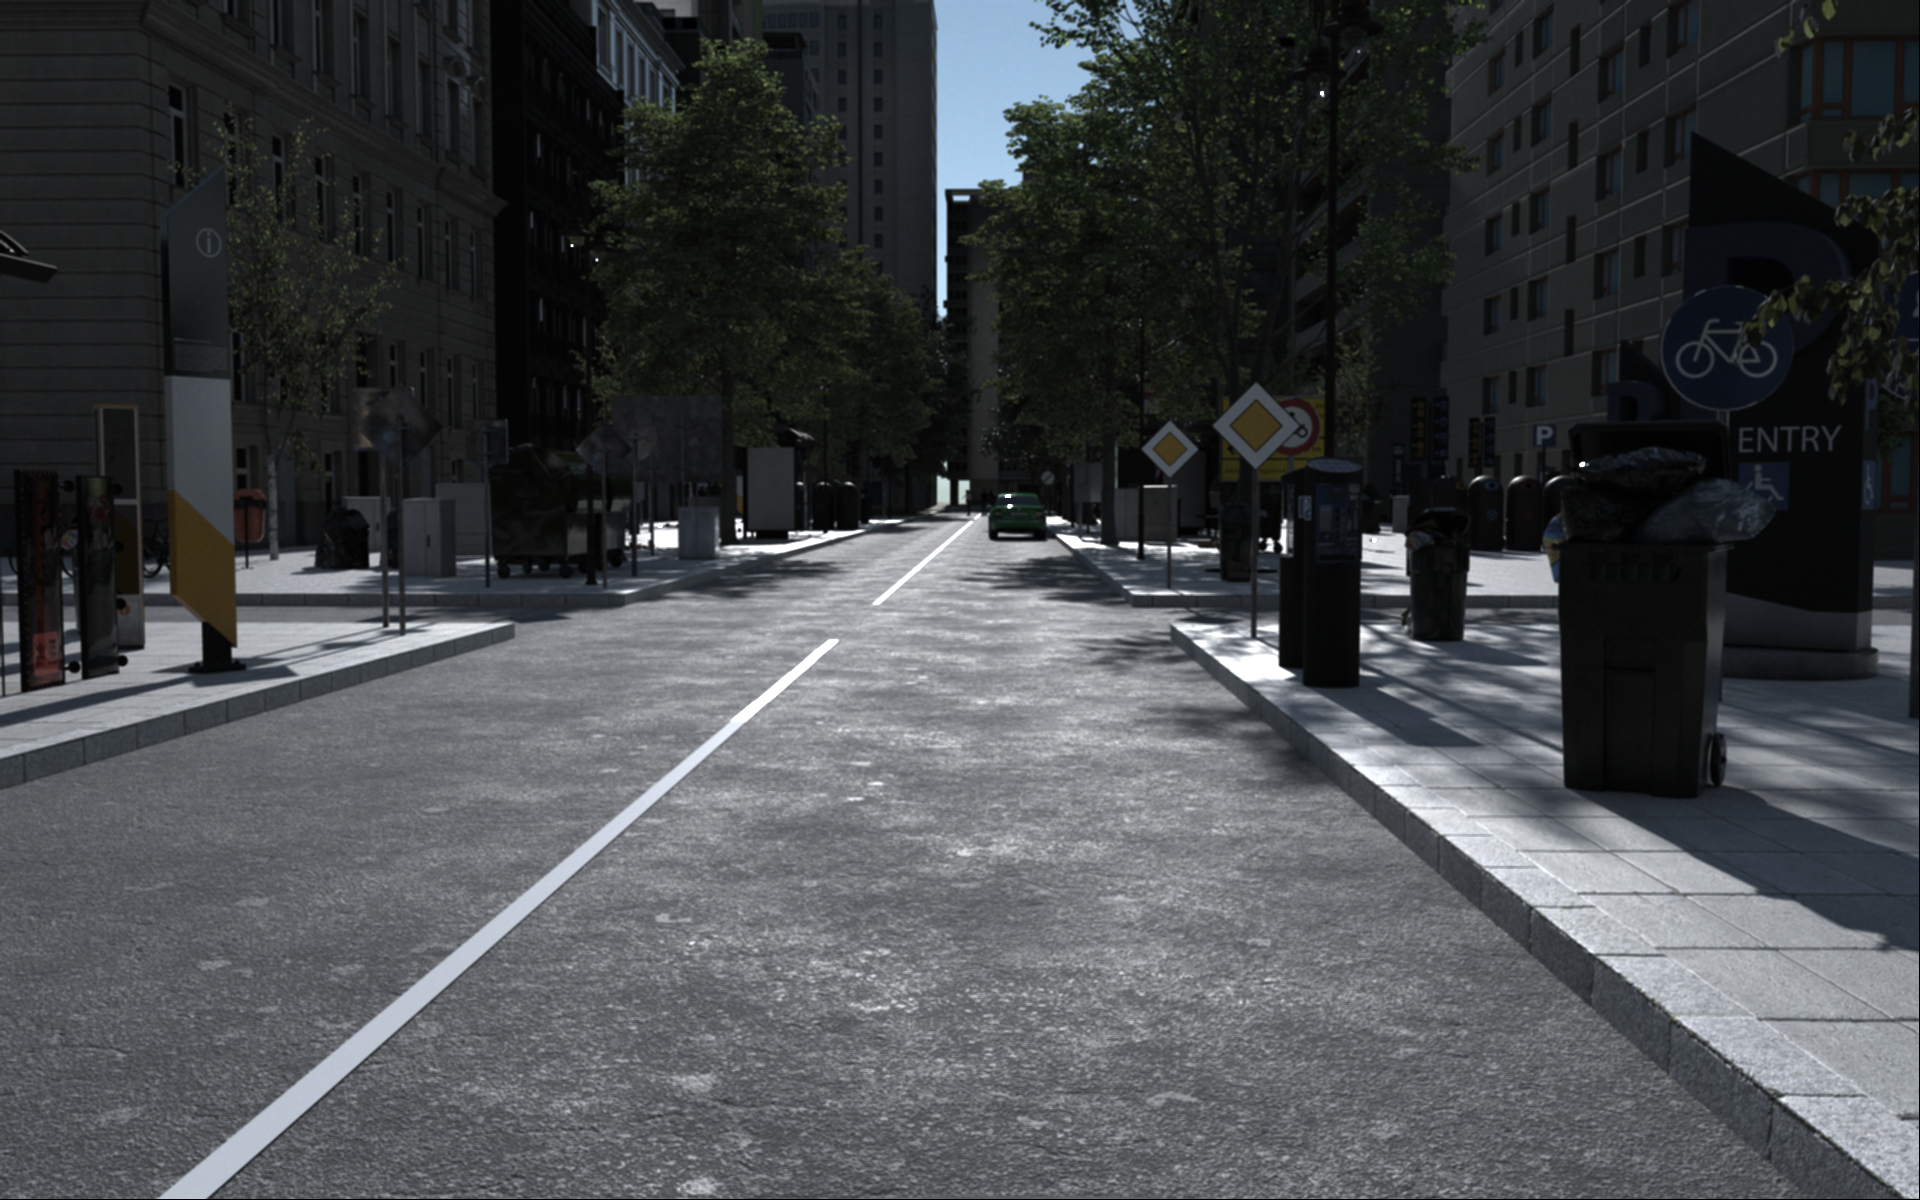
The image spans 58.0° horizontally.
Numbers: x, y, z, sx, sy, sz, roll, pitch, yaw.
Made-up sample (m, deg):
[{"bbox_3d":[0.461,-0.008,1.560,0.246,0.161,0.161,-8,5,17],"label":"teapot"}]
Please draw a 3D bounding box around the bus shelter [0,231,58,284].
[{"bbox_3d":[-7.388,-0.950,9.463,2.014,3.302,5.546,0,4,1],"label":"bus shelter"}]

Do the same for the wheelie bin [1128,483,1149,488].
[{"bbox_3d":[5.220,-2.638,51.035,0.980,1.594,0.693,-1,4,-14],"label":"wheelie bin"}]

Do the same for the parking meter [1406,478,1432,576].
[{"bbox_3d":[7.170,-1.139,27.041,0.372,1.533,0.369,0,3,0],"label":"parking meter"}]

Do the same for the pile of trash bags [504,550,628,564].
[{"bbox_3d":[-7.222,-1.425,33.044,1.912,1.369,3.447,1,4,11],"label":"pile of trash bags"}]

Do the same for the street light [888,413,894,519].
[{"bbox_3d":[-3.615,-7.118,89.169,0.468,5.910,1.993,0,4,1],"label":"street light"}]

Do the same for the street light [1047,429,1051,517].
[{"bbox_3d":[5.099,-7.669,98.171,0.468,5.910,1.993,0,4,1],"label":"street light"}]

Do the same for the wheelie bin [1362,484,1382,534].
[{"bbox_3d":[13.328,-2.976,56.558,0.693,1.594,0.980,3,4,37],"label":"wheelie bin"}]

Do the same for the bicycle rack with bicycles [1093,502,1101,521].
[{"bbox_3d":[6.838,-4.230,82.544,2.852,0.926,2.925,0,4,-5],"label":"bicycle rack with bicycles"}]

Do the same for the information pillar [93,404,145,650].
[{"bbox_3d":[-6.937,-0.599,14.292,0.304,2.012,0.304,-2,4,-33],"label":"information pillar"}]

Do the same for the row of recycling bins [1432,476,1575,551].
[{"bbox_3d":[12.313,-1.963,39.208,3.534,1.692,1.069,0,4,-4],"label":"row of recycling bins"}]

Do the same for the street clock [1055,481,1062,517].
[{"bbox_3d":[5.684,-5.778,99.041,0.471,2.002,0.358,0,4,-4],"label":"street clock"}]

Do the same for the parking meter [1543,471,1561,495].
[{"bbox_3d":[14.663,-2.276,42.930,0.399,1.863,0.255,1,4,17],"label":"parking meter"}]

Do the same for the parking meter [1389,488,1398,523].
[{"bbox_3d":[19.043,-4.140,76.100,0.372,1.533,0.369,0,3,0],"label":"parking meter"}]

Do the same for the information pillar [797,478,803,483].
[{"bbox_3d":[-7.165,-4.453,77.302,0.304,2.012,0.304,3,4,38],"label":"information pillar"}]

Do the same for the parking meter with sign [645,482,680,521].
[{"bbox_3d":[-14.222,-5.279,82.566,1.738,3.016,0.543,-3,4,-37],"label":"parking meter with sign"}]

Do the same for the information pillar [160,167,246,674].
[{"bbox_3d":[-5.415,-1.284,12.352,0.183,3.616,0.504,2,4,31],"label":"information pillar"}]

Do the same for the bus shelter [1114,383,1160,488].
[{"bbox_3d":[6.059,-5.037,59.992,2.179,5.291,8.768,0,4,1],"label":"bus shelter"}]

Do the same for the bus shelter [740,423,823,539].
[{"bbox_3d":[-5.382,-3.549,51.950,2.014,3.302,5.546,0,4,1],"label":"bus shelter"}]

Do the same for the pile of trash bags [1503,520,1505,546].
[{"bbox_3d":[12.645,-2.025,42.856,1.912,1.369,3.447,2,4,30],"label":"pile of trash bags"}]

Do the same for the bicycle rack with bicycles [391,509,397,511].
[{"bbox_3d":[-13.181,-1.718,41.469,2.852,0.926,2.925,1,4,18],"label":"bicycle rack with bicycles"}]

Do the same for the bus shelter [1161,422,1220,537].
[{"bbox_3d":[6.961,-3.513,51.353,2.014,3.302,5.546,0,4,1],"label":"bus shelter"}]

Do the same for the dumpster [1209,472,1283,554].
[{"bbox_3d":[6.351,-2.179,38.116,1.502,2.255,1.985,0,4,2],"label":"dumpster"}]

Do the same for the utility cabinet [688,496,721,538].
[{"bbox_3d":[-7.412,-2.408,50.525,1.020,1.237,0.306,-3,4,-36],"label":"utility cabinet"}]

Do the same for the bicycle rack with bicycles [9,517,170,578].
[{"bbox_3d":[-12.780,-0.827,26.902,2.925,0.926,2.852,2,4,24],"label":"bicycle rack with bicycles"}]

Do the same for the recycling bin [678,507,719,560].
[{"bbox_3d":[-5.149,-1.321,34.156,0.722,1.027,0.722,0,4,0],"label":"recycling bin"}]

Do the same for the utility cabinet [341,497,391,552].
[{"bbox_3d":[-13.182,-1.672,38.492,1.020,1.237,0.306,-3,5,-44],"label":"utility cabinet"}]

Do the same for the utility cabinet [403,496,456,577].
[{"bbox_3d":[-8.304,-0.972,27.047,1.020,1.237,0.306,3,4,37],"label":"utility cabinet"}]

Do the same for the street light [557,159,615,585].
[{"bbox_3d":[-5.219,-3.153,24.344,0.468,5.910,1.993,0,4,1],"label":"street light"}]

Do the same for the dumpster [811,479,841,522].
[{"bbox_3d":[-4.960,-3.651,65.447,1.264,1.857,1.865,0,4,1],"label":"dumpster"}]

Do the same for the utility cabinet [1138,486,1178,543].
[{"bbox_3d":[5.165,-2.242,45.336,0.318,1.500,1.173,-3,4,-38],"label":"utility cabinet"}]

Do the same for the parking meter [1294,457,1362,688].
[{"bbox_3d":[2.490,-0.194,11.582,0.372,1.533,0.369,0,3,0],"label":"parking meter"}]

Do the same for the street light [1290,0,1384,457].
[{"bbox_3d":[3.005,-2.522,14.016,0.468,5.910,1.993,0,4,1],"label":"street light"}]

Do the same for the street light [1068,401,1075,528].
[{"bbox_3d":[4.300,-5.700,65.977,0.468,5.910,1.993,0,4,1],"label":"street light"}]

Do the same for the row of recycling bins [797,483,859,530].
[{"bbox_3d":[-5.412,-3.389,62.517,3.534,1.692,1.069,0,4,2],"label":"row of recycling bins"}]

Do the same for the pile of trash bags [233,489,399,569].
[{"bbox_3d":[-10.936,-1.255,30.268,3.447,1.369,1.912,-1,4,-11],"label":"pile of trash bags"}]

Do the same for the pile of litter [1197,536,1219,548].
[{"bbox_3d":[6.237,-1.669,41.253,1.176,0.858,1.719,0,4,2],"label":"pile of litter"}]

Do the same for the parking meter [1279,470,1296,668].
[{"bbox_3d":[2.561,-0.271,12.846,0.372,1.533,0.369,0,3,0],"label":"parking meter"}]

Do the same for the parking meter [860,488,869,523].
[{"bbox_3d":[-4.206,-4.160,76.433,0.372,1.533,0.369,0,3,0],"label":"parking meter"}]

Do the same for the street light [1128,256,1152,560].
[{"bbox_3d":[3.548,-3.731,33.790,0.468,5.910,1.993,0,4,1],"label":"street light"}]

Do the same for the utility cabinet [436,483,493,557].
[{"bbox_3d":[-10.015,-1.621,35.187,1.173,1.500,0.318,-2,4,-26],"label":"utility cabinet"}]

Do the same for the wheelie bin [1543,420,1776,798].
[{"bbox_3d":[3.001,0.022,7.541,0.980,1.594,0.693,2,4,32],"label":"wheelie bin"}]

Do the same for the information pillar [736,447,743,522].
[{"bbox_3d":[-9.886,-5.337,78.614,0.504,3.616,0.183,0,4,-6],"label":"information pillar"}]

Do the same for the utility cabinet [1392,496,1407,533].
[{"bbox_3d":[14.790,-2.811,57.129,1.020,1.237,0.306,3,4,39],"label":"utility cabinet"}]

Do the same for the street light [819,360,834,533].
[{"bbox_3d":[-4.403,-5.124,56.562,0.468,5.910,1.993,0,4,1],"label":"street light"}]

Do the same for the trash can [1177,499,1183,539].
[{"bbox_3d":[5.730,-2.191,47.476,0.748,1.137,0.748,0,3,0],"label":"trash can"}]

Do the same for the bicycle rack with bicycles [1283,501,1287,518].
[{"bbox_3d":[16.538,-4.698,90.194,2.852,0.926,2.925,-2,4,-28],"label":"bicycle rack with bicycles"}]

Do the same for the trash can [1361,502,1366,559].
[{"bbox_3d":[7.261,-1.280,32.583,0.748,1.137,0.748,0,3,0],"label":"trash can"}]
